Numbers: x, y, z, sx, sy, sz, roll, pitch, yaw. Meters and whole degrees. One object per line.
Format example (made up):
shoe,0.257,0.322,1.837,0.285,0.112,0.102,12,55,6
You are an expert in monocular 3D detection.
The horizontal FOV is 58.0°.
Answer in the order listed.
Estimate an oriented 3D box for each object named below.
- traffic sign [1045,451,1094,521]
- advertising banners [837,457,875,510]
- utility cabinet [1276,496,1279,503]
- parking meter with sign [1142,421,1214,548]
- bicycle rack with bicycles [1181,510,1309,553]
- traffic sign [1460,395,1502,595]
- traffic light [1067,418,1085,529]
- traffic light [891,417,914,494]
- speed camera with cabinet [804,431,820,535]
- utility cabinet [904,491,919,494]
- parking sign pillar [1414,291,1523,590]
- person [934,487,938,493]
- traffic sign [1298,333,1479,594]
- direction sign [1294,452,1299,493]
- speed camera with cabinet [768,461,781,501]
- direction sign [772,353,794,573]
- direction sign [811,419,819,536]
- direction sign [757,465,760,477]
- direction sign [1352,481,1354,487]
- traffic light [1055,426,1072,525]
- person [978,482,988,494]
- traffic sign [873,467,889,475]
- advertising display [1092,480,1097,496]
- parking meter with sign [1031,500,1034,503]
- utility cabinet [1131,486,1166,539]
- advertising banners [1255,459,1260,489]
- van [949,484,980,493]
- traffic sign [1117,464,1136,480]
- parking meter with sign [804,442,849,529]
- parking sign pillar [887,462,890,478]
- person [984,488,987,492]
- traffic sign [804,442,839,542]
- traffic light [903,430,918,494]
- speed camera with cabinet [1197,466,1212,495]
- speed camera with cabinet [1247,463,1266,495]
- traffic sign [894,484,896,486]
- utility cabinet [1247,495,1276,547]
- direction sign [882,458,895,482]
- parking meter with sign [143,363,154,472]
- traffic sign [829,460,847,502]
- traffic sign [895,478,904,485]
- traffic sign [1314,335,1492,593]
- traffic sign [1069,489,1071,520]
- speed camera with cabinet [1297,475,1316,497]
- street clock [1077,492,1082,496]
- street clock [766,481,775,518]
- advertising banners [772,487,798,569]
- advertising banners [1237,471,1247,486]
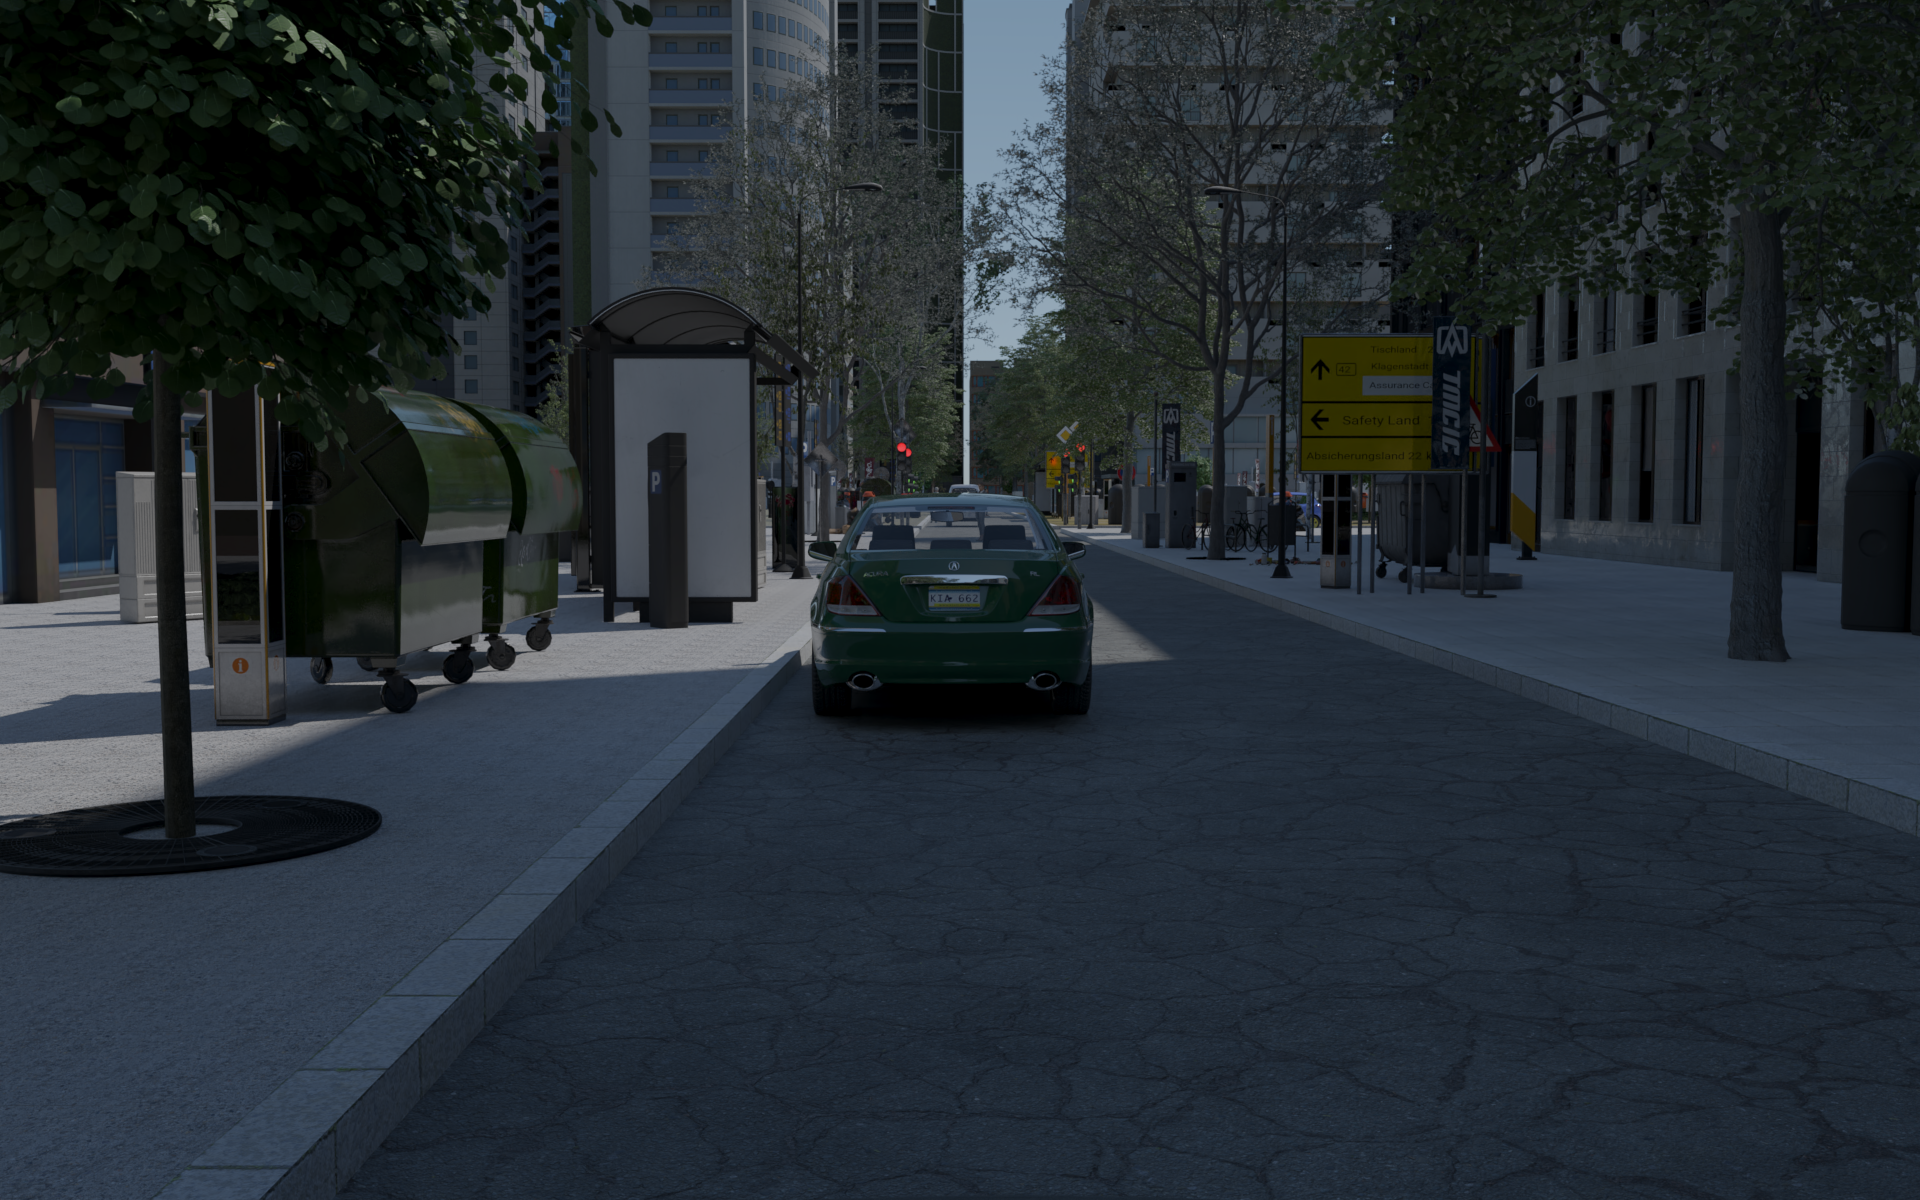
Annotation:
traffic sign,5.139,-5.339,81.166,2.265,3.308,0.079,0,4,2
advertising banners,-5.057,-5.300,82.839,2.074,3.025,0.090,1,4,13
utility cabinet,9.620,-2.619,53.979,0.306,1.237,1.020,3,5,42
parking meter with sign,5.230,-2.743,41.116,1.738,3.016,0.543,0,4,-6
bicycle rack with bicycles,6.567,-1.562,38.915,2.852,0.926,2.925,-1,4,-15
traffic sign,6.380,-1.339,21.893,0.884,2.594,0.081,0,4,2
traffic light,4.359,-4.552,63.352,0.839,4.253,0.868,0,4,0
traffic light,-2.102,-4.550,63.310,0.839,4.253,0.868,0,4,0
speed camera with cabinet,-4.851,-3.718,55.121,0.660,3.252,2.038,0,4,5
utility cabinet,-3.530,-7.063,124.161,1.173,1.500,0.318,0,4,1
parking sign pillar,6.993,-2.157,23.738,1.447,3.967,1.447,1,4,10
person,-1.110,-4.715,86.081,0.782,1.767,0.515,-1,4,-9
traffic sign,5.425,-1.722,22.033,2.265,3.308,0.079,0,4,0
direction sign,18.066,-6.184,93.113,0.379,3.537,0.876,2,4,25
speed camera with cabinet,-10.800,-6.698,103.854,0.660,3.252,2.038,-2,4,-32
direction sign,-2.900,-2.226,28.393,0.379,3.537,0.876,1,4,10
direction sign,-4.373,-3.717,52.767,0.379,3.537,0.876,0,4,2
direction sign,-13.522,-7.552,115.470,0.379,3.537,0.876,1,4,20
direction sign,30.256,-8.643,133.304,0.379,3.537,0.876,-1,4,-19
traffic light,4.326,-5.041,71.337,0.839,4.253,0.868,0,4,0
person,0.579,-2.684,52.664,0.520,1.790,0.573,3,4,37
traffic sign,-3.702,-4.969,81.354,0.768,2.556,0.104,0,4,6
advertising display,6.190,-4.594,80.319,0.123,1.923,0.974,0,4,-7
parking meter with sign,5.287,-7.276,115.230,0.543,3.016,1.738,-3,5,-44
utility cabinet,5.382,-2.475,49.138,1.173,1.500,0.318,-3,4,-37
advertising banners,15.155,-5.522,86.472,0.090,3.025,2.074,2,4,35
van,0.210,-4.283,77.040,2.013,2.044,4.112,0,4,0
traffic sign,6.858,-4.359,71.375,0.768,2.556,0.104,0,4,3
parking meter with sign,-4.489,-3.735,57.330,1.738,3.016,0.543,2,4,26
parking sign pillar,-5.990,-9.090,137.093,1.447,3.967,1.447,0,4,-7
person,1.732,-6.307,111.811,0.583,1.804,0.606,0,4,7
traffic sign,-3.092,-2.283,38.516,0.795,2.450,0.064,0,4,5
traffic light,-2.135,-5.038,71.295,0.839,4.253,0.868,0,4,0
speed camera with cabinet,17.256,-7.932,124.021,2.038,3.252,0.660,3,4,37
speed camera with cabinet,18.955,-7.157,111.355,2.038,3.252,0.660,3,4,38
traffic sign,-4.672,-8.044,131.631,0.768,2.556,0.104,0,4,3
utility cabinet,7.312,-1.906,42.324,0.306,1.237,1.020,-1,4,-12
direction sign,-4.552,-7.226,110.148,0.876,3.537,0.379,1,4,17
parking meter with sign,-8.078,-1.410,19.314,1.738,3.016,0.543,-1,4,-13
traffic sign,-4.526,-3.862,63.251,0.768,2.556,0.104,0,4,5
traffic sign,-4.330,-7.554,123.609,0.768,2.556,0.104,0,4,6
traffic sign,5.668,-1.741,22.343,2.265,3.308,0.079,0,4,3
traffic sign,5.529,-5.323,87.039,0.884,2.594,0.081,0,4,6
speed camera with cabinet,25.925,-8.291,129.886,0.660,3.252,2.038,-1,4,-23
street clock,5.684,-4.738,82.038,0.358,2.002,0.471,0,4,0
street clock,-10.125,-5.380,92.533,0.358,2.002,0.471,3,4,37
advertising banners,-3.709,-2.037,29.500,2.074,3.025,0.090,-1,4,-11
advertising banners,21.220,-8.338,132.516,0.090,3.025,2.074,-3,4,-37
